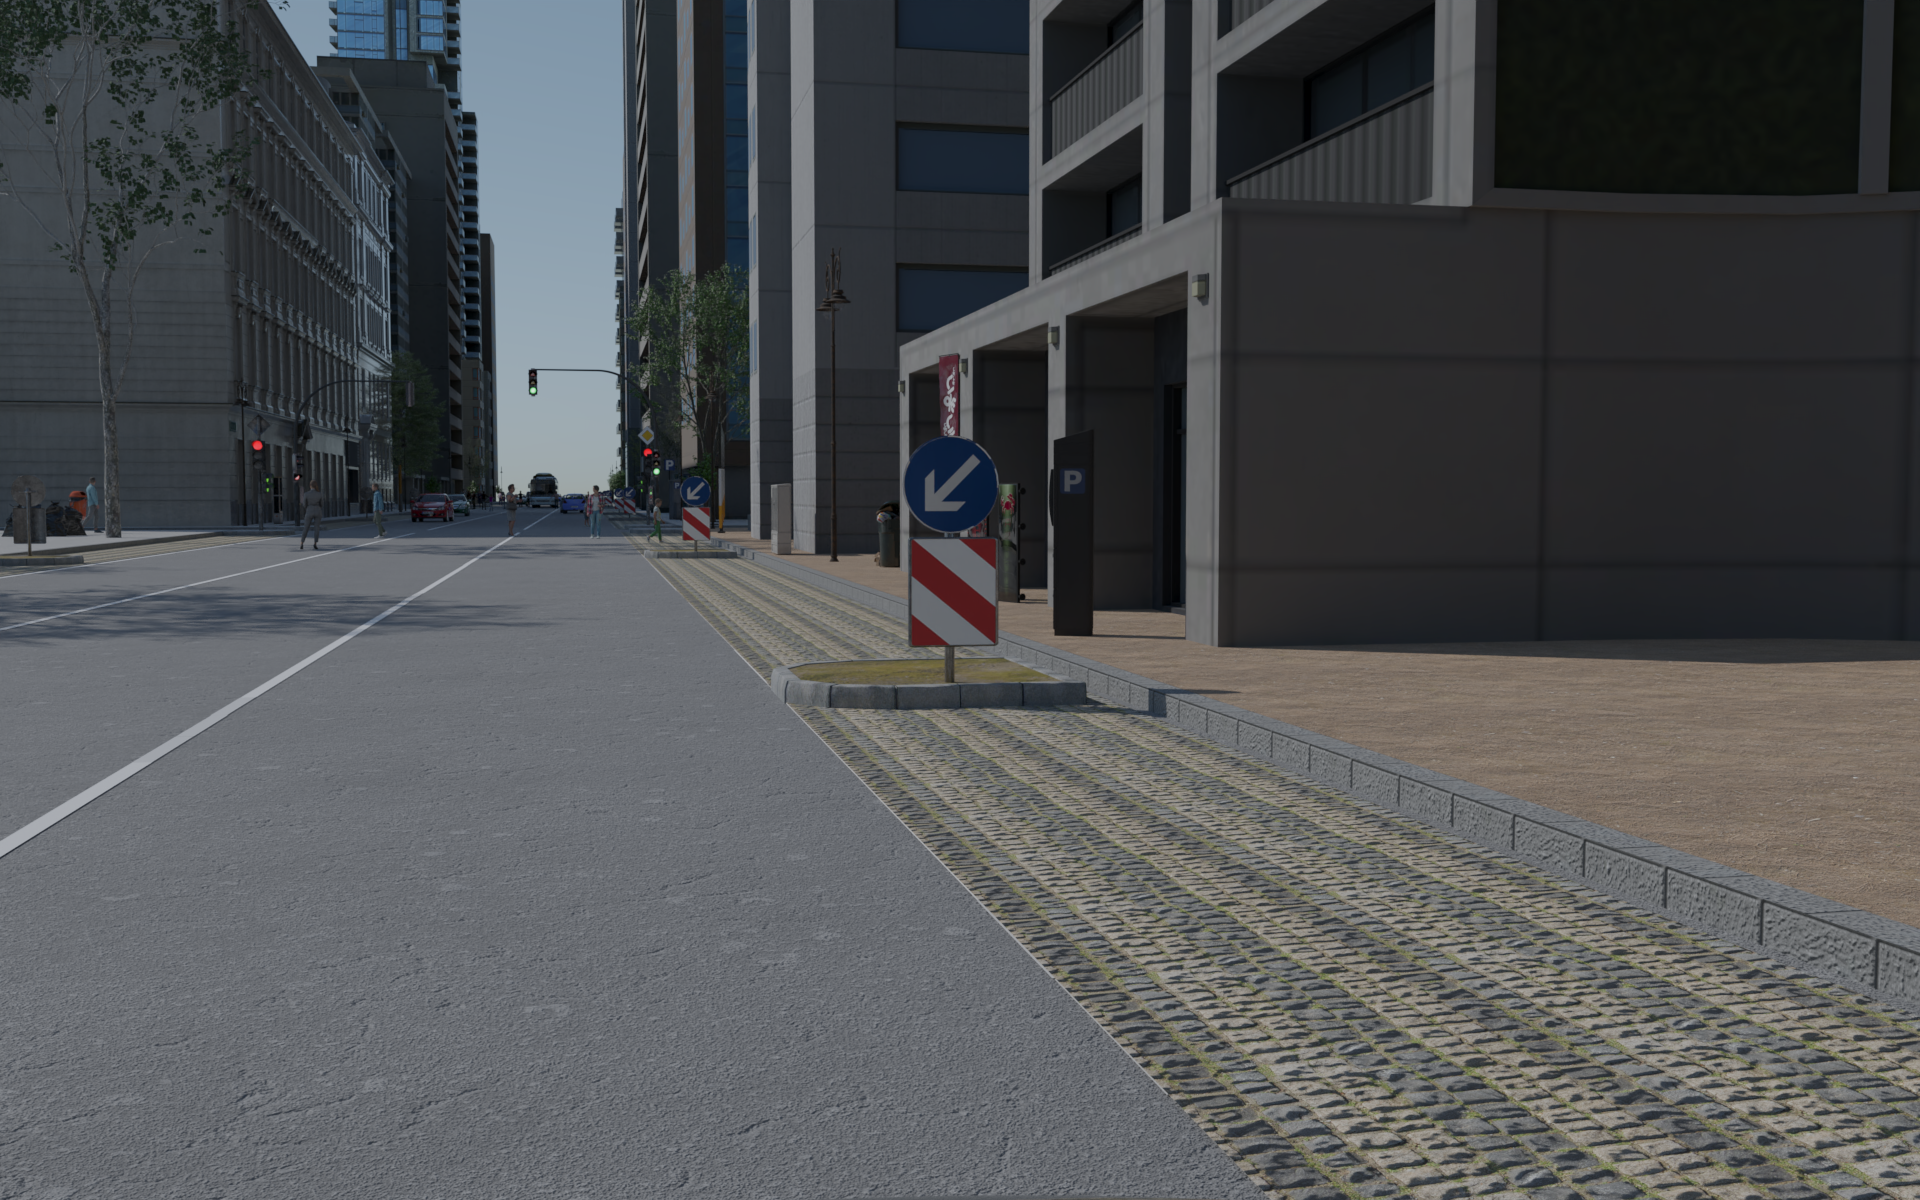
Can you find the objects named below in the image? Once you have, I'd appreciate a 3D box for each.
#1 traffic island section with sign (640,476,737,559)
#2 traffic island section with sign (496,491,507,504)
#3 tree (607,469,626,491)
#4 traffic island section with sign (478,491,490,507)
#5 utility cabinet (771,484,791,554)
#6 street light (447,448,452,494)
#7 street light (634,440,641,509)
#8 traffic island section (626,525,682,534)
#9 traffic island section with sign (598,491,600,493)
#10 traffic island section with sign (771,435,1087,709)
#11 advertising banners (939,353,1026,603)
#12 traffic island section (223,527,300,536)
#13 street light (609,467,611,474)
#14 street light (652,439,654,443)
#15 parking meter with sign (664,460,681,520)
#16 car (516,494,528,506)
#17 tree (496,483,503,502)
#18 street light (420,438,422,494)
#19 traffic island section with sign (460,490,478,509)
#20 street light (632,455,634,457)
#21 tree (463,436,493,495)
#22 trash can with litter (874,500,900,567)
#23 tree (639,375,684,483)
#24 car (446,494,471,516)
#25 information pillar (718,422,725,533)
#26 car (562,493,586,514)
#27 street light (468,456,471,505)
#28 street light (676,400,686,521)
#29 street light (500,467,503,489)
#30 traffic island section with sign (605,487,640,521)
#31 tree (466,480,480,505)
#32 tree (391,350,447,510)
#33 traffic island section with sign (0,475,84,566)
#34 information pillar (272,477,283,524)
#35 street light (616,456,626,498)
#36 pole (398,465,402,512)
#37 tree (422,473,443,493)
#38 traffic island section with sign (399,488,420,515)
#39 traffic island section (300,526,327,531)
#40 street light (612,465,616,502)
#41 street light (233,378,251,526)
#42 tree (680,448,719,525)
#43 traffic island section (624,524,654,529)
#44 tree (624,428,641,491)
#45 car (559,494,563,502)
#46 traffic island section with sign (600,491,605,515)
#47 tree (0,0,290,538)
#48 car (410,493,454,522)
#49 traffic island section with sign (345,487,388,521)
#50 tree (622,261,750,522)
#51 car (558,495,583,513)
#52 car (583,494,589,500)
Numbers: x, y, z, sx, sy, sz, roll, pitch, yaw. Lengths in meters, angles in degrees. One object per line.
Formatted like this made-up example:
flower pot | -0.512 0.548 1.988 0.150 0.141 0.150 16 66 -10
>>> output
traffic island section with sign | -6.120 -1.865 39.113 1.989 1.847 2.006 -1 4 -12
traffic island section with sign | -64.934 -14.520 246.030 1.989 1.847 2.006 -1 4 -12
tree | -45.078 -15.174 231.814 4.285 4.588 4.351 0 3 0
traffic island section with sign | -53.344 -11.264 192.801 1.989 1.847 2.006 -1 4 -12
utility cabinet | -3.825 -1.727 36.913 0.318 1.500 1.173 -1 4 -12
street light | -51.303 -12.322 174.256 0.468 5.910 1.993 -1 4 -12
street light | -26.694 -10.492 144.327 0.468 5.910 1.993 -1 4 -12
traffic island section | -11.159 -2.539 63.795 2.009 0.180 2.903 -1 4 -12
traffic island section with sign | -34.428 -9.811 169.029 1.989 1.847 2.006 -1 4 -12
traffic island section with sign | -0.323 -0.232 12.429 1.989 1.847 2.006 -1 4 -12
advertising banners | 0.235 -1.523 21.083 0.090 3.025 2.074 -2 4 -29
traffic island section | -24.588 -2.361 60.885 2.009 0.180 2.903 -1 4 -12
street light | -54.099 -18.160 269.703 0.468 5.910 1.993 -1 4 -12
street light | -20.050 -8.631 113.903 0.468 5.910 1.993 -1 4 -12
parking meter with sign | -14.311 -5.541 86.862 0.543 3.016 1.738 -2 4 -27
car | -52.317 -11.873 205.928 2.131 1.459 4.920 -1 4 -13
tree | -79.311 -18.538 297.692 1.663 3.219 1.824 0 3 0
street light | -44.776 -10.468 143.932 0.468 5.910 1.993 -1 4 -12
traffic island section with sign | -47.434 -9.609 165.739 1.989 1.847 2.006 -1 4 -12
street light | -29.731 -11.335 158.117 0.468 5.910 1.993 -1 4 -12
tree | -60.473 -16.232 215.748 4.360 8.622 3.978 0 3 0
trash can with litter | -1.294 -1.173 30.565 0.624 1.170 1.055 -1 4 -19
tree | -17.406 -9.527 106.133 4.360 8.622 3.978 0 3 0
car | -32.812 -6.154 112.417 2.131 1.459 4.920 -1 4 -14
information pillar | -7.832 -4.009 56.905 0.183 3.616 0.504 0 4 5
car | -28.293 -7.201 127.328 1.945 1.707 3.694 -1 4 -10
street light | -58.012 -14.207 205.063 0.468 5.910 1.993 -1 4 -12
street light | -13.407 -6.759 83.297 0.468 5.910 1.993 -1 4 -12
street light | -75.594 -19.135 285.650 0.468 5.910 1.993 -1 4 -12
traffic island section with sign | -17.951 -5.184 93.384 1.989 1.847 2.006 -1 4 -12
tree | -59.707 -13.343 212.759 1.663 3.219 1.824 0 3 0
tree | -43.874 -13.360 136.561 7.486 12.596 7.792 0 3 0
traffic island section with sign | -19.000 -1.621 35.130 1.989 1.847 2.006 -1 4 -12
information pillar | -29.165 -4.254 74.040 0.304 2.012 0.304 0 4 2
street light | -43.037 -15.106 219.763 0.468 5.910 1.993 -1 4 -12
pole | -39.264 -7.807 121.487 0.158 3.312 0.155 0 3 0
tree | -47.231 -9.841 155.494 1.663 3.219 1.824 0 3 0
traffic island section with sign | -36.924 -6.653 117.406 1.989 1.847 2.006 -1 4 -12
traffic island section | -26.288 -2.838 68.688 2.009 0.180 2.903 -1 4 -12
street light | -47.233 -16.239 238.299 0.468 5.910 1.993 -1 4 -12
street light | -28.497 -5.878 68.893 0.468 5.910 1.993 -1 4 -12
tree | -10.525 -4.736 72.039 1.663 3.219 1.824 0 3 0
traffic island section | -12.859 -3.016 71.597 2.009 0.180 2.903 -1 4 -12
tree | -25.026 -11.646 140.767 4.737 8.622 4.395 0 3 0
car | -61.656 -15.618 264.944 1.945 1.707 3.694 -1 4 -13
traffic island section with sign | -23.689 -6.795 119.724 1.989 1.847 2.006 -1 4 -12
tree | -25.664 -11.814 49.049 12.611 20.169 13.585 0 3 0
car | -27.352 -4.942 89.836 2.155 1.783 4.494 -1 4 -10
traffic island section with sign | -31.178 -5.042 91.068 1.989 1.847 2.006 -1 4 -12
tree | -11.368 -9.337 78.409 9.928 11.665 9.643 0 3 0
car | -29.861 -7.409 133.140 2.014 1.417 4.499 -1 4 -14
car | -36.940 -9.703 168.871 2.015 1.641 3.980 -1 4 -11
